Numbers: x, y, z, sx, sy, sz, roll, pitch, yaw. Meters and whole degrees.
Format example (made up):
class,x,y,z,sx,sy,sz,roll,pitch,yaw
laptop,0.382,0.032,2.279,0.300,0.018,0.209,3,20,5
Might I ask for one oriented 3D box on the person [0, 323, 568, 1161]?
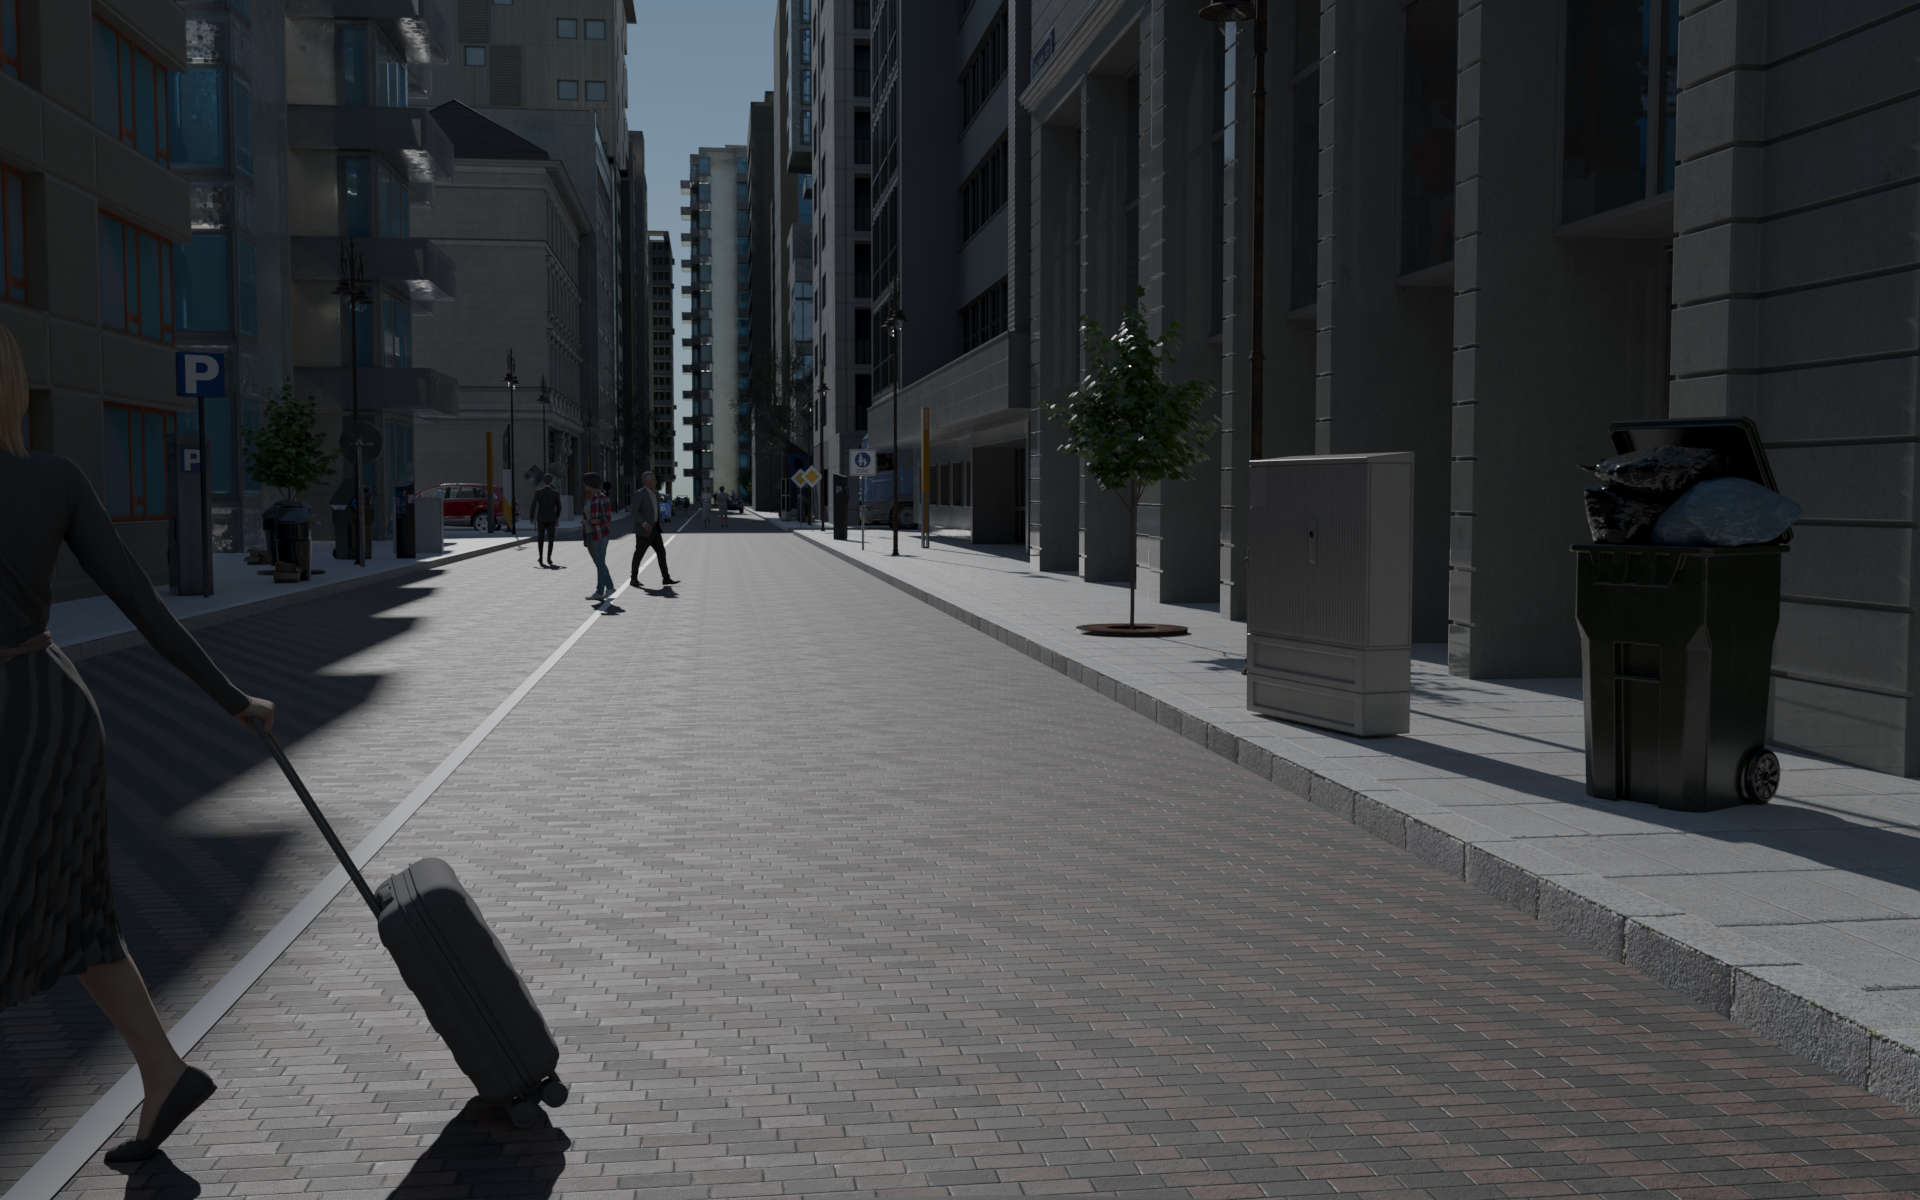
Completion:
class,x,y,z,sx,sy,sz,roll,pitch,yaw
person,-1.614,0.309,3.671,1.509,1.804,0.699,-1,4,-21

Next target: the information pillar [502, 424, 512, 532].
class,x,y,z,sx,sy,sz,roll,pitch,yaw
information pillar,-15.204,-4.085,58.144,0.183,3.616,0.504,-3,4,-37

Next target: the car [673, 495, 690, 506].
class,x,y,z,sx,sy,sz,roll,pitch,yaw
car,-32.380,-11.574,201.813,1.945,1.354,3.894,0,4,-7

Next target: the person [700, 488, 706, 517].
class,x,y,z,sx,sy,sz,roll,pitch,yaw
person,-15.903,-6.087,107.866,0.795,1.843,0.661,1,4,21

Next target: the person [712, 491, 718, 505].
class,x,y,z,sx,sy,sz,roll,pitch,yaw
person,-24.849,-10.279,177.076,1.217,1.766,0.721,-1,4,-16

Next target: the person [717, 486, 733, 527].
class,x,y,z,sx,sy,sz,roll,pitch,yaw
person,-10.160,-4.036,74.852,0.716,1.782,0.532,-1,4,-9

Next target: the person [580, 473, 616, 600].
class,x,y,z,sx,sy,sz,roll,pitch,yaw
person,-4.904,-0.869,23.547,0.643,1.720,0.563,-3,4,-37

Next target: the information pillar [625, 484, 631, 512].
class,x,y,z,sx,sy,sz,roll,pitch,yaw
information pillar,-23.549,-7.231,122.716,0.304,2.012,0.304,3,5,44

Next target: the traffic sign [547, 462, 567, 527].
class,x,y,z,sx,sy,sz,roll,pitch,yaw
traffic sign,-15.817,-4.155,68.041,0.768,2.556,0.104,0,4,-4

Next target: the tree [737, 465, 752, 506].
class,x,y,z,sx,sy,sz,roll,pitch,yaw
tree,-23.078,-12.737,191.971,4.285,4.588,4.351,0,3,0

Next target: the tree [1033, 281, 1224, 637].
class,x,y,z,sx,sy,sz,roll,pitch,yaw
tree,1.624,-1.296,15.797,1.663,3.219,1.824,0,3,0

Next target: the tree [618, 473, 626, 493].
class,x,y,z,sx,sy,sz,roll,pitch,yaw
tree,-26.936,-8.680,136.524,1.663,3.219,1.824,0,3,0

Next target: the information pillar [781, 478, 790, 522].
class,x,y,z,sx,sy,sz,roll,pitch,yaw
information pillar,-8.142,-4.668,80.816,0.304,2.012,0.304,2,4,34

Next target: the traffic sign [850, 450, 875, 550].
class,x,y,z,sx,sy,sz,roll,pitch,yaw
traffic sign,-2.217,-2.285,39.488,0.606,2.300,0.079,0,4,-2

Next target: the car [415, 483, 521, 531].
class,x,y,z,sx,sy,sz,roll,pitch,yaw
car,-18.589,-3.293,62.515,5.304,1.827,2.281,0,4,-7

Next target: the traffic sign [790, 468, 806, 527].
class,x,y,z,sx,sy,sz,roll,pitch,yaw
traffic sign,-6.225,-3.919,67.722,0.795,2.450,0.064,0,4,-8

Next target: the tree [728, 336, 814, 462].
class,x,y,z,sx,sy,sz,roll,pitch,yaw
tree,-9.677,-10.215,101.433,8.767,10.594,7.601,0,4,4

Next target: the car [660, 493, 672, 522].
class,x,y,z,sx,sy,sz,roll,pitch,yaw
car,-15.664,-4.819,88.386,1.945,1.707,3.694,0,4,-7

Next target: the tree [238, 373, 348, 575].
class,x,y,z,sx,sy,sz,roll,pitch,yaw
tree,-10.648,-2.032,27.818,1.663,3.219,1.824,0,3,0

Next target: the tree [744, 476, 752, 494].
class,x,y,z,sx,sy,sz,roll,pitch,yaw
tree,-22.126,-11.581,183.949,1.663,3.219,1.824,0,3,0

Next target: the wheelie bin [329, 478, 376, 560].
class,x,y,z,sx,sy,sz,roll,pitch,yaw
wheelie bin,-11.943,-1.601,34.078,0.980,1.594,0.693,3,4,38

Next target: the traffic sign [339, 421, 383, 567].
class,x,y,z,sx,sy,sz,roll,pitch,yaw
traffic sign,-10.480,-1.847,30.310,0.768,2.556,0.104,0,4,1

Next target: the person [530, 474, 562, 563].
class,x,y,z,sx,sy,sz,roll,pitch,yaw
person,-8.584,-1.687,35.862,0.659,1.850,0.755,-1,4,-16

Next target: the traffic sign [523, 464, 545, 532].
class,x,y,z,sx,sy,sz,roll,pitch,yaw
traffic sign,-14.362,-3.357,58.531,0.795,2.450,0.064,0,4,-8

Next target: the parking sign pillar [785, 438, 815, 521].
class,x,y,z,sx,sy,sz,roll,pitch,yaw
parking sign pillar,-7.745,-5.815,83.543,1.447,3.967,1.447,-1,4,-15

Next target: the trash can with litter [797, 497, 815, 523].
class,x,y,z,sx,sy,sz,roll,pitch,yaw
trash can with litter,-6.833,-4.035,77.362,0.624,1.170,1.055,-3,4,-38

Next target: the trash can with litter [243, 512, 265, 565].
class,x,y,z,sx,sy,sz,roll,pitch,yaw
trash can with litter,-12.576,-1.243,31.708,0.624,1.170,1.055,1,4,17

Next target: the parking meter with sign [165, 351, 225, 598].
class,x,y,z,sx,sy,sz,roll,pitch,yaw
parking meter with sign,-9.798,-1.578,22.055,0.543,3.016,1.738,-2,4,-34

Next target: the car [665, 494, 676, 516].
class,x,y,z,sx,sy,sz,roll,pitch,yaw
car,-19.830,-6.287,114.588,2.131,1.459,4.920,0,4,-7

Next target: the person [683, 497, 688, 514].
class,x,y,z,sx,sy,sz,roll,pitch,yaw
person,-20.068,-6.930,126.476,0.373,1.253,0.362,2,4,27

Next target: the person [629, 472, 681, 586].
class,x,y,z,sx,sy,sz,roll,pitch,yaw
person,-4.785,-1.106,26.975,0.834,1.777,0.661,1,4,21

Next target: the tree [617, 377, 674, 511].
class,x,y,z,sx,sy,sz,roll,pitch,yaw
tree,-25.881,-12.042,131.300,8.767,10.594,7.601,0,4,-8

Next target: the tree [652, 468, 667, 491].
class,x,y,z,sx,sy,sz,roll,pitch,yaw
tree,-38.310,-14.285,217.273,4.285,4.588,4.351,0,3,0

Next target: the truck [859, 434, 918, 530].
class,x,y,z,sx,sy,sz,roll,pitch,yaw
truck,4.876,-4.671,66.131,18.799,4.110,2.967,-1,4,-9

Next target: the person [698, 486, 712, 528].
class,x,y,z,sx,sy,sz,roll,pitch,yaw
person,-10.718,-3.907,72.943,0.480,1.755,0.524,1,4,17

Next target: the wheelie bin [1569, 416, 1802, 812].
class,x,y,z,sx,sy,sz,roll,pitch,yaw
wheelie bin,3.007,0.042,7.220,0.693,1.594,0.980,-3,4,-36

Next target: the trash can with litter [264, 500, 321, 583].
class,x,y,z,sx,sy,sz,roll,pitch,yaw
trash can with litter,-9.728,-0.853,25.339,0.624,1.170,1.055,-1,4,-14

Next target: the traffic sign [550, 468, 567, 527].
class,x,y,z,sx,sy,sz,roll,pitch,yaw
traffic sign,-15.481,-3.841,66.437,0.795,2.450,0.064,0,4,-8

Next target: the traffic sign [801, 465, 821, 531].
class,x,y,z,sx,sy,sz,roll,pitch,yaw
traffic sign,-5.106,-3.436,59.815,0.795,2.450,0.064,0,4,-8

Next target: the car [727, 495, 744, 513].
class,x,y,z,sx,sy,sz,roll,pitch,yaw
car,-17.158,-7.191,130.148,1.945,1.354,3.894,-1,4,-9

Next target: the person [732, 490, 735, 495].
class,x,y,z,sx,sy,sz,roll,pitch,yaw
person,-19.519,-8.516,148.178,0.568,1.767,0.683,0,4,7
